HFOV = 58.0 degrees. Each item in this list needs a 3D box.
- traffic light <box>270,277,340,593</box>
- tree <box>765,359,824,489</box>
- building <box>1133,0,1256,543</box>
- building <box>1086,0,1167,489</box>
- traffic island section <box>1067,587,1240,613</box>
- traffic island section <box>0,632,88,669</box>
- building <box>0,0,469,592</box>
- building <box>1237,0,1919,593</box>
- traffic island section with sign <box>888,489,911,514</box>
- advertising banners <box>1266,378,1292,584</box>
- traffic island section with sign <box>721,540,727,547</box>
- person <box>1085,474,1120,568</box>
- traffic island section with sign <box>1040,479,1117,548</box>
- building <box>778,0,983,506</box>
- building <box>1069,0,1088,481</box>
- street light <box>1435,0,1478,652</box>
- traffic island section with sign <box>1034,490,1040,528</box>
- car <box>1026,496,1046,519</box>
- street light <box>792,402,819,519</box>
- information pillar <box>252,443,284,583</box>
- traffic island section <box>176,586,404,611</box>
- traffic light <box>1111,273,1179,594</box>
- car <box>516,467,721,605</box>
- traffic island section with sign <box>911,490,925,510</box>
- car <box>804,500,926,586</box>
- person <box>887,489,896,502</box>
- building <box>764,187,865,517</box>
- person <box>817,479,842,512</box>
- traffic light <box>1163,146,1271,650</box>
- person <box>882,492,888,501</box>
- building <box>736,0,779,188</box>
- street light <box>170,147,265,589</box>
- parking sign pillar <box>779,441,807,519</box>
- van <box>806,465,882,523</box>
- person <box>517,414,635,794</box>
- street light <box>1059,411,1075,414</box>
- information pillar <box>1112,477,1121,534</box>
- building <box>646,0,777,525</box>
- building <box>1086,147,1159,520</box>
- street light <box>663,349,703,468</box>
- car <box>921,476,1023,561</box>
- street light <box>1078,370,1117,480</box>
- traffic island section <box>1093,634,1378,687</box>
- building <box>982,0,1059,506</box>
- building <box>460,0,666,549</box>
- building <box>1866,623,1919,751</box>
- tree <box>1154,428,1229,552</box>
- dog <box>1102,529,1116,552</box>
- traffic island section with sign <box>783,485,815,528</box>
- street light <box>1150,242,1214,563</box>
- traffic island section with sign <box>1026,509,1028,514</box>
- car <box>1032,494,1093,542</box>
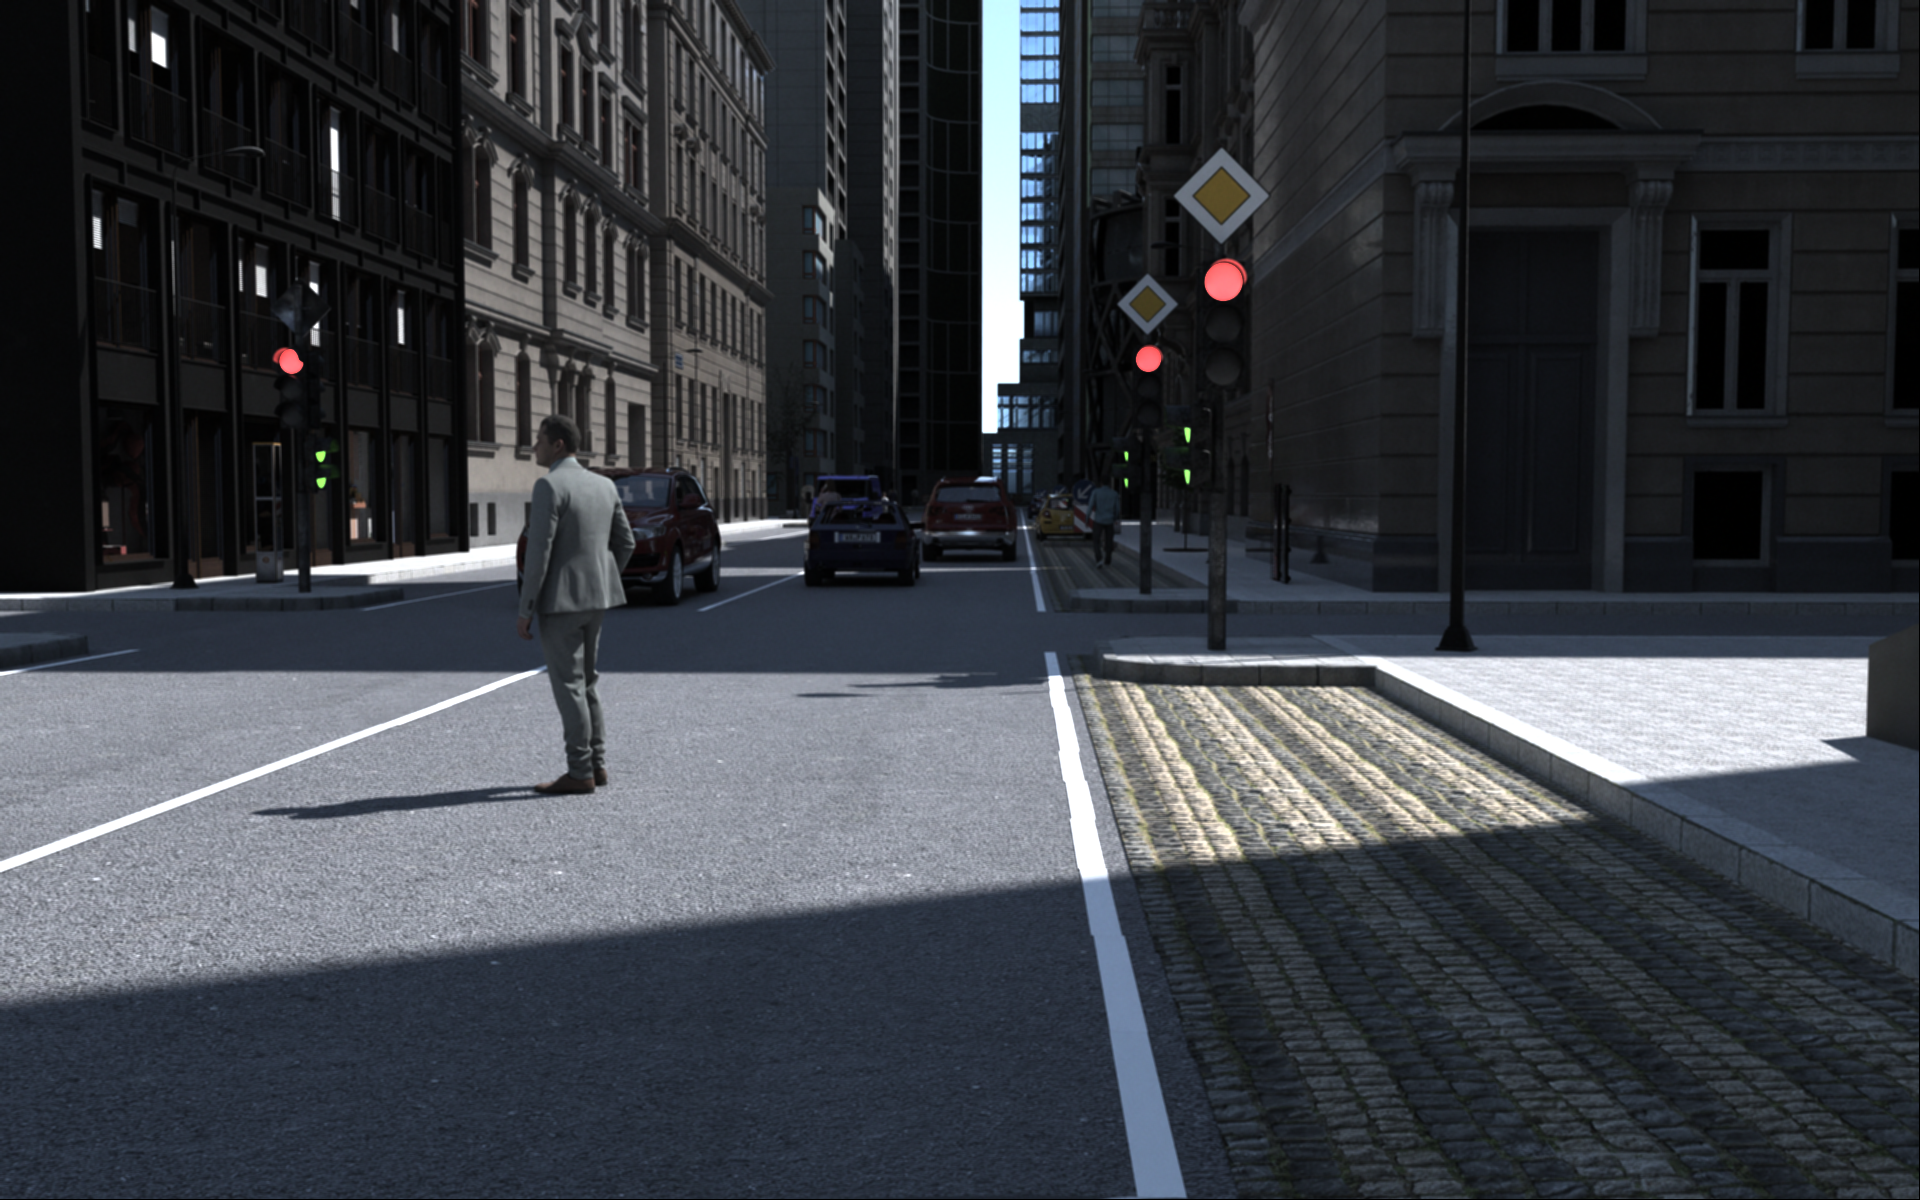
[{"bbox_3d":[-8.539,-2.054,22.501,0.839,4.253,0.868,0,4,2],"label":"traffic light"},{"bbox_3d":[-9.404,-8.697,92.562,4.360,8.622,3.978,0,3,0],"label":"tree"},{"bbox_3d":[13.004,-14.526,56.591,14.460,24.649,34.723,0,4,2],"label":"building"},{"bbox_3d":[14.790,-25.875,106.649,14.154,41.232,14.086,0,4,2],"label":"building"},{"bbox_3d":[2.406,0.001,22.266,2.009,0.180,2.903,0,4,2],"label":"traffic island section"},{"bbox_3d":[-8.846,0.466,14.657,2.009,0.180,2.903,0,4,2],"label":"traffic island section"},{"bbox_3d":[-17.280,-12.250,29.971,12.332,23.373,15.834,0,4,2],"label":"building"},{"bbox_3d":[15.313,-14.784,27.631,20.117,28.700,13.634,0,4,2],"label":"building"},{"bbox_3d":[-4.815,-7.126,125.142,1.989,1.847,2.006,0,4,2],"label":"traffic island section with sign"},{"bbox_3d":[4.694,-1.798,25.581,0.090,3.025,2.074,0,4,2],"label":"advertising banners"},{"bbox_3d":[-7.429,-2.360,47.216,1.989,1.847,2.006,0,4,2],"label":"traffic island section with sign"},{"bbox_3d":[2.758,-1.519,33.349,0.660,1.820,0.620,-1,4,-10],"label":"person"},{"bbox_3d":[3.245,-2.345,46.972,1.989,1.847,2.006,0,4,2],"label":"traffic island section with sign"},{"bbox_3d":[-7.943,-46.021,190.692,20.611,71.187,20.563,0,4,2],"label":"building"},{"bbox_3d":[15.109,-28.811,121.170,14.600,45.320,14.200,0,4,2],"label":"building"},{"bbox_3d":[3.549,-2.543,14.112,1.470,5.913,1.316,0,4,2],"label":"street light"},{"bbox_3d":[4.139,-3.993,73.912,1.989,1.847,2.006,0,4,2],"label":"traffic island section with sign"},{"bbox_3d":[4.808,-5.390,100.706,1.945,1.354,3.894,0,4,1],"label":"car"},{"bbox_3d":[-7.829,-7.033,87.533,1.470,5.913,1.316,0,4,2],"label":"street light"},{"bbox_3d":[-9.983,-1.254,24.997,0.304,2.012,0.304,0,4,-3],"label":"information pillar"},{"bbox_3d":[-8.579,-0.022,22.637,2.009,0.180,2.903,0,4,2],"label":"traffic island section"},{"bbox_3d":[2.366,-2.033,22.154,0.839,4.253,0.868,0,4,2],"label":"traffic light"},{"bbox_3d":[-4.610,-0.937,23.986,2.281,1.827,5.304,0,4,1],"label":"car"},{"bbox_3d":[-3.912,-8.781,152.192,1.989,1.847,2.006,0,4,2],"label":"traffic island section with sign"},{"bbox_3d":[-1.550,-0.964,28.336,1.945,1.354,3.894,0,4,1],"label":"car"},{"bbox_3d":[-4.273,-5.986,106.824,0.568,1.767,0.683,3,4,38],"label":"person"},{"bbox_3d":[-21.299,-16.372,112.730,27.650,21.520,28.899,0,4,2],"label":"building"},{"bbox_3d":[-2.617,-1.642,35.944,0.593,1.750,0.643,-2,4,-28],"label":"person"},{"bbox_3d":[2.099,-1.544,14.173,0.839,4.253,0.868,0,4,2],"label":"traffic light"},{"bbox_3d":[-3.541,-4.172,79.316,0.503,1.515,0.523,-2,4,-34],"label":"person"},{"bbox_3d":[-16.498,-44.220,161.241,20.611,71.187,20.563,0,4,2],"label":"building"},{"bbox_3d":[-10.008,-3.108,23.355,1.470,5.913,1.316,0,4,2],"label":"street light"},{"bbox_3d":[-8.613,-6.153,89.080,1.447,3.967,1.447,0,4,5],"label":"parking sign pillar"},{"bbox_3d":[-3.603,-3.115,55.313,2.240,2.365,5.245,0,4,2],"label":"van"},{"bbox_3d":[-1.863,0.016,8.338,0.391,1.810,0.635,1,4,19],"label":"person"},{"bbox_3d":[6.233,-7.625,97.213,1.470,5.913,1.316,0,4,2],"label":"street light"},{"bbox_3d":[5.003,-3.117,55.459,0.304,2.012,0.304,0,4,3],"label":"information pillar"},{"bbox_3d":[-15.696,-16.937,74.180,12.463,27.353,25.104,0,4,2],"label":"building"},{"bbox_3d":[14.847,-13.526,88.597,16.820,18.784,16.811,0,4,2],"label":"building"},{"bbox_3d":[-8.900,-5.070,55.443,1.470,5.913,1.316,0,4,2],"label":"street light"},{"bbox_3d":[0.251,-1.827,38.550,2.281,1.827,5.304,0,4,2],"label":"car"},{"bbox_3d":[5.272,-5.642,64.792,1.470,5.913,1.316,0,4,2],"label":"street light"},{"bbox_3d":[2.139,0.489,14.286,2.009,0.180,2.903,0,4,2],"label":"traffic island section"},{"bbox_3d":[18.216,-53.673,190.232,31.000,86.520,22.319,0,4,2],"label":"building"},{"bbox_3d":[-17.398,-16.048,49.779,14.401,28.519,23.554,0,4,2],"label":"building"},{"bbox_3d":[20.668,-18.875,0.492,32.217,40.220,23.993,0,4,2],"label":"building"},{"bbox_3d":[5.209,-2.710,38.910,1.663,3.219,1.824,0,3,0],"label":"tree"},{"bbox_3d":[3.608,-1.605,43.083,0.513,0.831,0.800,2,4,33],"label":"dog"},{"bbox_3d":[-6.516,-4.030,74.510,1.989,1.847,2.006,0,4,2],"label":"traffic island section with sign"},{"bbox_3d":[4.200,-3.638,32.027,1.470,5.913,1.316,0,4,2],"label":"street light"},{"bbox_3d":[5.823,-7.054,123.964,1.989,1.847,2.006,0,4,2],"label":"traffic island section with sign"},{"bbox_3d":[3.230,-2.628,53.197,2.015,1.641,3.980,0,4,0],"label":"car"}]
